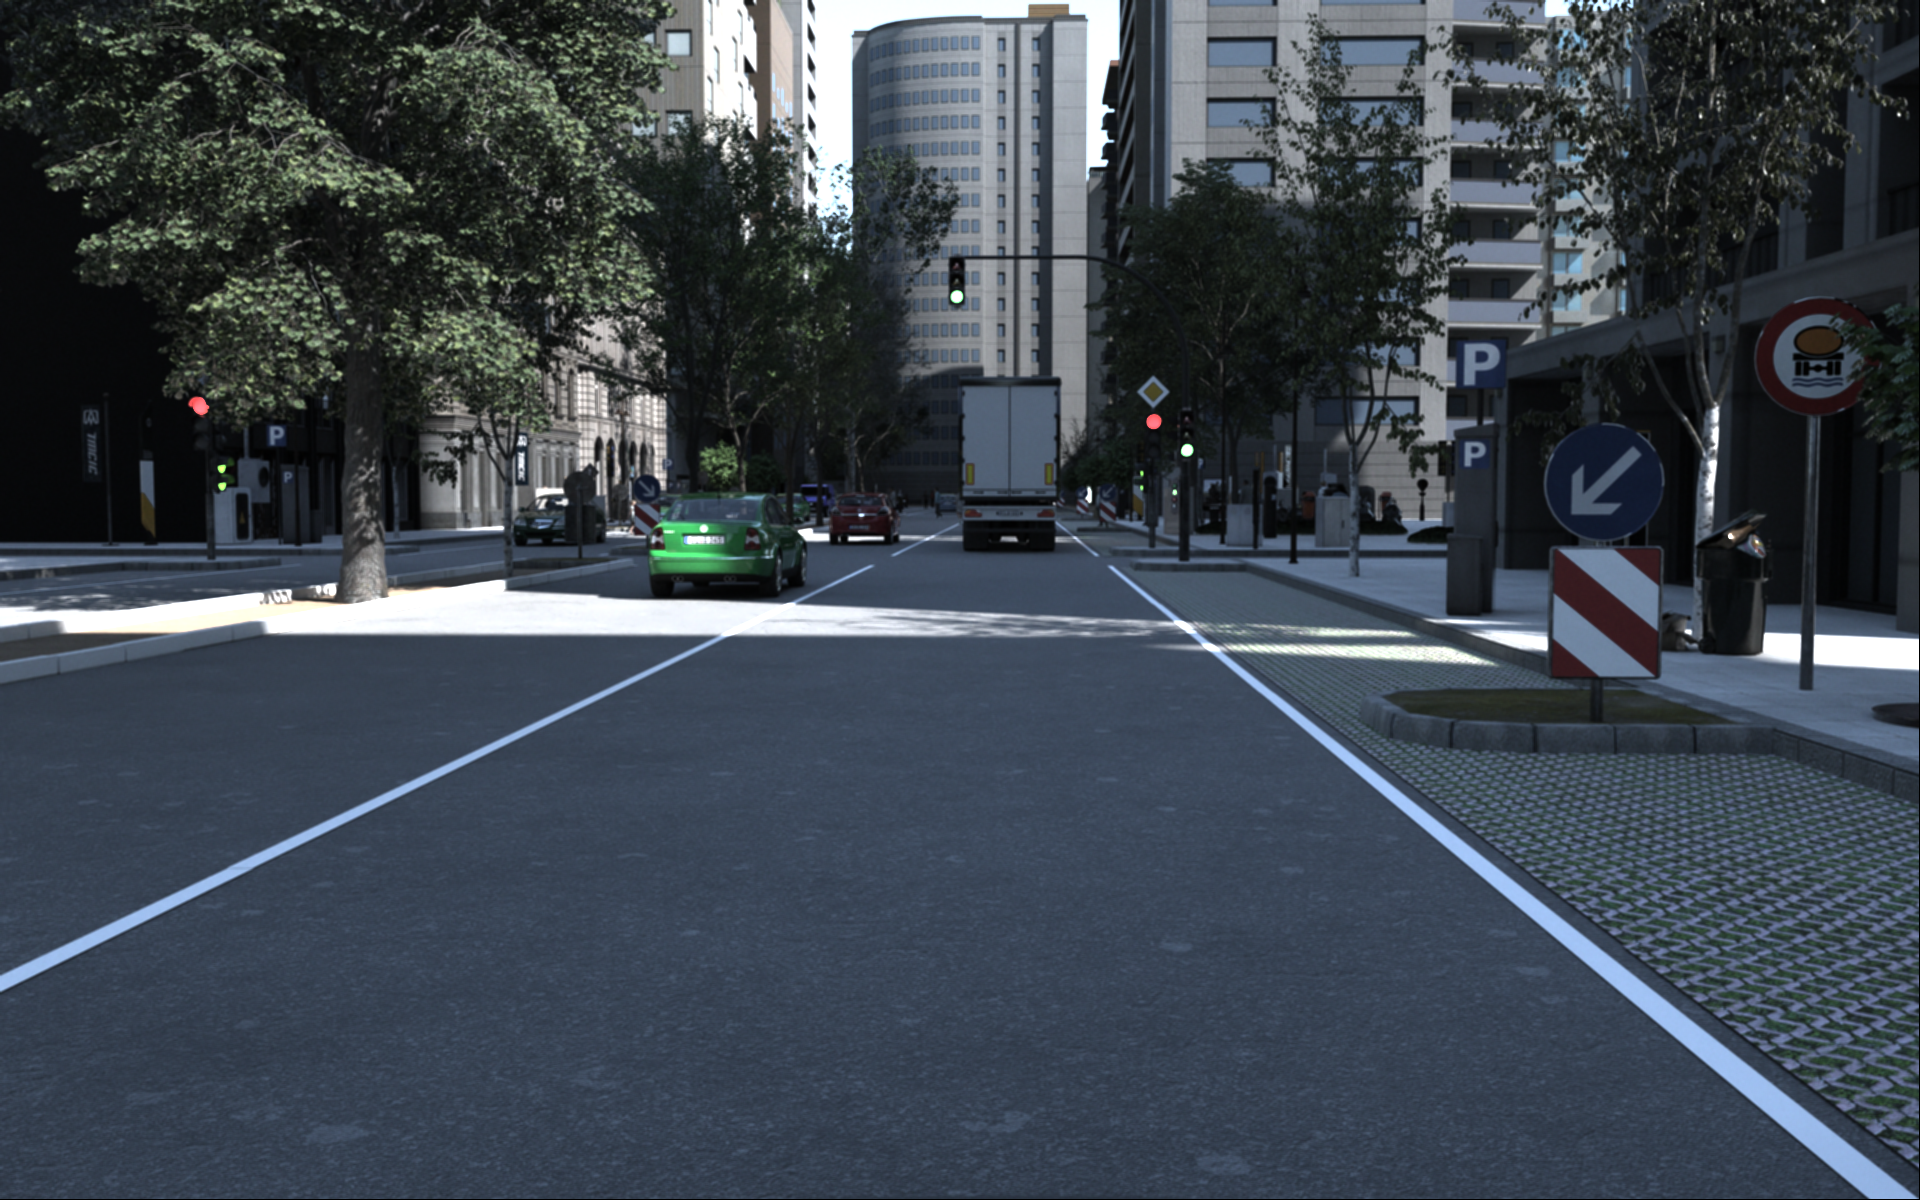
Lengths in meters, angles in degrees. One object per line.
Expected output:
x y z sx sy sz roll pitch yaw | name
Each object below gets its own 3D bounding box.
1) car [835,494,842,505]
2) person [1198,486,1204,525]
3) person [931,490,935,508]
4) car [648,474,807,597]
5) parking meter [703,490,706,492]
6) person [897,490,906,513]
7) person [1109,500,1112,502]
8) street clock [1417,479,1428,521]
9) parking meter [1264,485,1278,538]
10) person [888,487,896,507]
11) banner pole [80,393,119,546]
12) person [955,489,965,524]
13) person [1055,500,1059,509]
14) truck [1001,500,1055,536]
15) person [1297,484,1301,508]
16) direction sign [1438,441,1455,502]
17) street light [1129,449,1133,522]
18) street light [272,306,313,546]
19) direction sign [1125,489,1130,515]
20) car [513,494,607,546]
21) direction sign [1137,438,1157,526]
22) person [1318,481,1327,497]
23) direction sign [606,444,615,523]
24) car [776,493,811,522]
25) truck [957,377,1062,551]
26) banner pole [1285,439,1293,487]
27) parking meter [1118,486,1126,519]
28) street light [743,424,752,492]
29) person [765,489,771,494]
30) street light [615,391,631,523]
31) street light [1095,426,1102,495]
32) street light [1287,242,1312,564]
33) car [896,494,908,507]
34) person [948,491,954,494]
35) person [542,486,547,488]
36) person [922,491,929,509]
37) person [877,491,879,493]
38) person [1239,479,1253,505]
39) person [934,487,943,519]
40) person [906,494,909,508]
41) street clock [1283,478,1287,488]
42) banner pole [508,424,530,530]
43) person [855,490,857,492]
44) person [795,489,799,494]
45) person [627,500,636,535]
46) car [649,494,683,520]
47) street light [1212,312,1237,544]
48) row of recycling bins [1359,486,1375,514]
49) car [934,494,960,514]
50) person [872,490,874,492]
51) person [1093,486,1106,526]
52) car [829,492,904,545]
-8.275 -6.880 124.284 2.131 1.459 4.920 0 4 1 | car
9.180 -3.758 67.291 0.447 1.846 0.655 -3 4 -39 | person
-2.895 -10.795 184.928 0.705 1.831 1.348 1 4 18 | person
-3.343 -1.021 25.483 1.959 1.807 4.718 0 4 2 | car
-15.936 -6.068 107.626 0.372 1.533 0.369 0 3 0 | parking meter
-4.504 -7.583 133.217 0.721 1.736 1.217 2 4 29 | person
11.071 -7.425 127.080 0.705 1.869 1.348 0 4 -8 | person
22.212 -4.810 83.208 0.471 2.002 0.358 0 4 -2 | street clock
9.038 -2.569 50.416 0.372 1.533 0.369 0 3 0 | parking meter
-3.402 -4.694 85.423 0.466 1.800 0.511 -2 4 -33 | person
-21.334 -3.236 42.919 0.863 3.779 0.401 0 4 1 | banner pole
0.032 -4.486 82.604 0.466 1.731 0.760 -1 4 -13 | person
9.258 -9.639 166.543 0.683 1.767 0.568 -3 4 -36 | person
2.230 -4.521 62.837 2.839 4.237 11.283 0 4 2 | truck
15.600 -4.666 82.544 1.509 1.804 0.699 -1 4 -9 | person
20.703 -4.979 73.411 0.876 3.537 0.379 1 4 23 | direction sign
7.946 -6.568 80.179 0.468 5.910 1.993 0 4 2 | street light
-16.323 -4.267 42.548 0.468 5.910 1.993 0 4 2 | street light
10.413 -7.084 107.825 0.379 3.537 0.876 1 4 20 | direction sign
-11.397 -2.308 49.539 2.131 1.459 4.920 0 4 1 | car
7.607 -4.803 70.534 0.876 3.537 0.379 -1 4 -16 | direction sign
14.001 -3.702 66.799 0.641 1.798 0.478 -2 4 -32 | person
-15.745 -5.263 78.041 0.379 3.537 0.876 1 4 9 | direction sign
-8.460 -4.712 85.845 1.959 1.807 4.718 0 4 1 | car
1.320 -3.551 46.971 2.839 4.237 11.283 0 4 1 | truck
14.783 -5.355 77.566 0.863 3.779 0.401 -3 5 -43 | banner pole
8.392 -5.127 89.532 0.399 1.863 0.255 0 4 4 | parking meter
-13.821 -8.543 112.463 0.468 5.910 1.993 0 4 2 | street light
-15.100 -7.968 135.949 1.348 1.869 0.705 -3 5 -43 | person
-15.080 -6.405 77.506 0.468 5.910 1.993 0 4 2 | street light
9.161 -8.707 115.154 0.468 5.910 1.993 0 4 2 | street light
6.170 -3.614 31.873 0.468 5.910 1.993 0 4 2 | street light
-6.563 -10.846 187.116 2.009 1.686 4.222 0 4 0 | car
-0.866 -9.595 166.174 0.742 1.727 0.445 1 4 20 | person
-17.174 -3.898 71.588 0.330 1.601 0.589 1 4 9 | person
-3.323 -9.922 171.447 1.217 1.735 0.721 -3 5 -41 | person
-8.405 -10.378 178.623 0.568 1.767 0.683 -2 4 -35 | person
10.348 -3.440 62.392 0.635 1.810 0.391 -2 4 -29 | person
-1.264 -5.674 101.290 0.620 1.820 0.660 1 4 14 | person
-5.519 -10.304 180.233 0.557 1.426 1.065 -1 4 -15 | person
14.221 -4.406 76.611 0.471 2.002 0.358 0 4 7 | street clock
-15.785 -4.385 61.719 0.863 3.779 0.401 -1 4 -14 | banner pole
-9.594 -9.150 158.558 0.683 1.767 0.568 1 4 22 | person
-15.474 -9.653 164.584 1.217 1.743 0.721 3 4 39 | person
-11.664 -2.923 61.312 0.382 1.210 0.505 -2 4 -25 | person
-10.945 -3.295 65.668 2.131 1.459 4.920 0 4 0 | car
6.736 -4.370 44.245 0.468 5.910 1.993 0 4 2 | street light
20.073 -4.825 85.994 1.069 1.692 3.534 1 4 8 | row of recycling bins
-0.865 -6.887 124.607 2.014 1.417 4.499 0 4 1 | car
-8.829 -10.236 175.816 1.348 1.831 0.705 -2 4 -27 | person
6.188 -4.123 76.401 0.515 1.767 0.782 -1 4 -15 | person
-2.742 -2.531 50.429 2.155 1.783 4.494 0 4 2 | car
